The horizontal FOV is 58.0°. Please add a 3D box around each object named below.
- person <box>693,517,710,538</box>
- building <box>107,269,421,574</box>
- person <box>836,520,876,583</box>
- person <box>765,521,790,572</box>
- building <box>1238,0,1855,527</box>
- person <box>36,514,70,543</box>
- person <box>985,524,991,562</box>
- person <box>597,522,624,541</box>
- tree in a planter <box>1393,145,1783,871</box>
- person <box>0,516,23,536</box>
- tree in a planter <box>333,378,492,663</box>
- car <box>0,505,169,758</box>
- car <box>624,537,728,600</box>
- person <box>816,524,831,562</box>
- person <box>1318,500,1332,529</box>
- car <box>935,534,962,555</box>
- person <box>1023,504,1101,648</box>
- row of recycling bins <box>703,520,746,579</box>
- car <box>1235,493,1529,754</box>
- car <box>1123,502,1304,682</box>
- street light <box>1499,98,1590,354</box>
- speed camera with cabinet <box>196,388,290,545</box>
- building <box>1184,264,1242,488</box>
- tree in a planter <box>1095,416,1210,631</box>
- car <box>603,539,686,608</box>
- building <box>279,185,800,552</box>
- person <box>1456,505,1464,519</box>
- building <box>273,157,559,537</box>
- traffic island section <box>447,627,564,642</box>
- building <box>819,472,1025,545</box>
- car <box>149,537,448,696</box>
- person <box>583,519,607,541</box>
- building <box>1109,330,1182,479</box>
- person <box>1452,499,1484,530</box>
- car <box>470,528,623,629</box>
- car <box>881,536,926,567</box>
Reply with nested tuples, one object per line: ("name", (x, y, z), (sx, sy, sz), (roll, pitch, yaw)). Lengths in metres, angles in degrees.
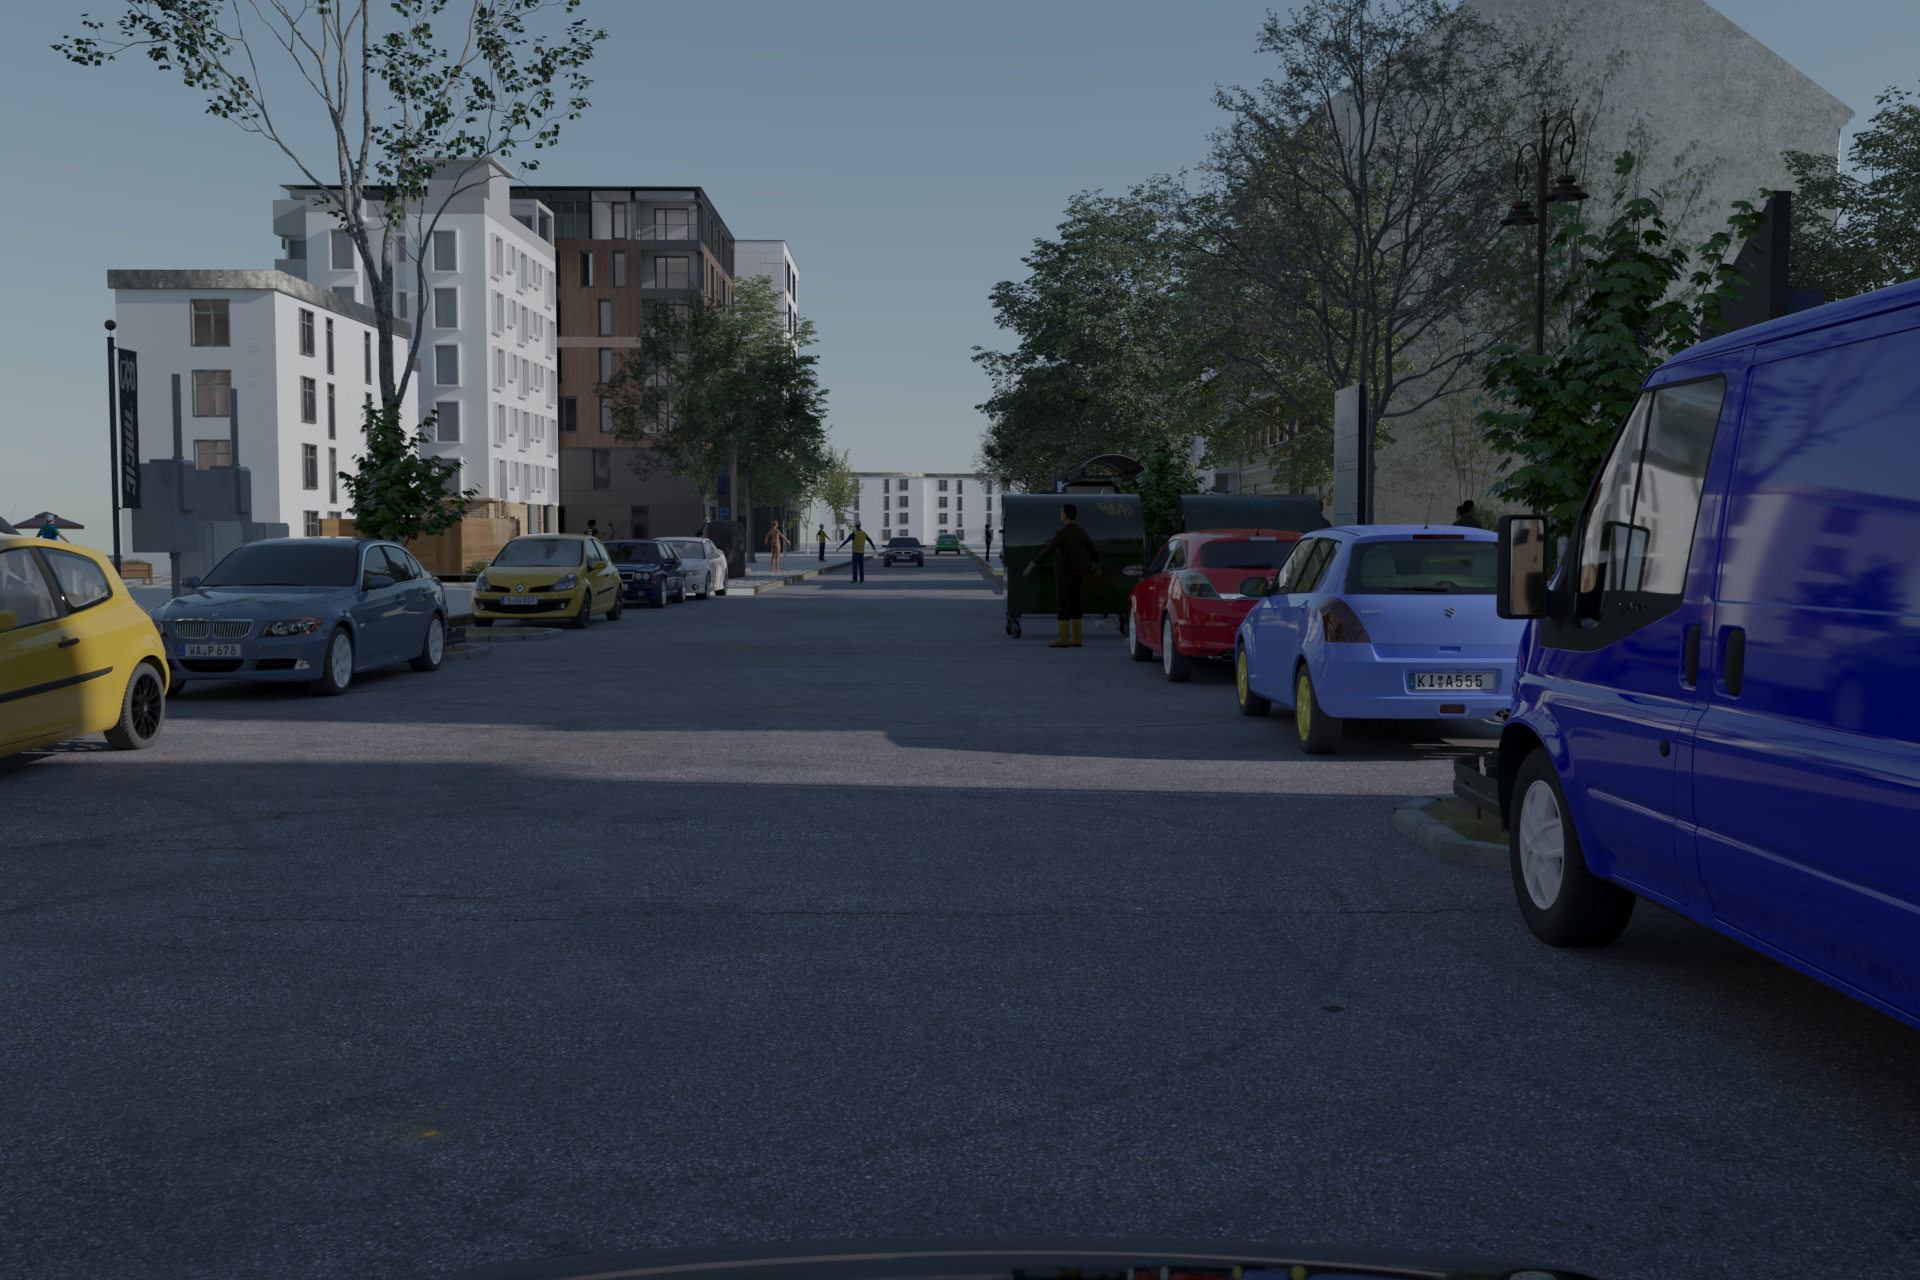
("person", (-8.556, -3.229, 58.580), (1.354, 1.856, 0.705), (-1, 4, -21))
("building", (-26.391, -7.766, 69.122), (9.099, 9.664, 28.070), (0, 4, -1))
("person", (-3.001, -2.587, 50.728), (1.349, 1.833, 0.705), (-2, 4, -35))
("person", (-6.255, -3.206, 59.223), (1.217, 1.733, 0.721), (3, 5, 41))
("building", (22.300, -14.702, 71.307), (19.493, 23.208, 18.063), (0, 4, 0))
("person", (-24.756, -2.512, 47.191), (1.347, 1.817, 0.704), (1, 4, 19))
("person", (1.352, -4.425, 79.074), (0.721, 1.740, 1.216), (0, 4, 2))
("person", (-14.681, -4.069, 72.796), (1.348, 1.796, 0.705), (0, 4, 7))
("tree in a planter", (3.112, -0.659, 8.004), (1.991, 3.239, 1.994), (0, 3, 0))
("person", (-9.054, -0.582, 15.983), (1.216, 1.778, 0.721), (-3, 5, -44))
("tree in a planter", (-6.588, -1.400, 20.107), (1.991, 3.239, 1.994), (0, 4, 1))
("car", (-6.242, 0.005, 10.148), (2.015, 1.641, 3.980), (0, 4, -1))
("car", (-6.398, -1.645, 39.251), (2.083, 1.381, 4.827), (0, 4, 0))
("person", (-6.345, -4.525, 80.445), (0.721, 1.772, 1.216), (2, 4, 28))
("person", (5.426, -1.243, 26.502), (1.348, 1.807, 0.705), (-3, 4, -37))
("car", (-0.855, -6.927, 122.051), (1.959, 1.807, 4.718), (0, 3, 0))
("person", (1.357, -0.816, 21.929), (1.346, 1.812, 0.704), (-3, 5, -42))
("row of recycling bins", (-6.905, -2.693, 51.144), (1.069, 1.692, 3.534), (0, 4, 0))
("car", (3.059, -0.183, 12.581), (1.945, 1.707, 3.694), (0, 4, 0))
("car", (2.856, -0.565, 18.277), (2.155, 1.783, 4.494), (0, 4, -1))
("street light", (6.356, -2.827, 19.007), (0.468, 5.910, 1.993), (0, 4, 0))
("speed camera with cabinet", (-10.068, -1.833, 24.299), (0.660, 3.252, 2.038), (0, 4, -1))
("building", (20.612, -16.032, 118.545), (16.016, 20.090, 11.380), (0, 4, 0))
("tree in a planter", (3.079, -1.783, 26.371), (1.991, 3.239, 1.994), (0, 4, 1))
("car", (-6.585, -1.355, 34.736), (1.945, 1.354, 3.894), (0, 4, 0))
("building", (-26.070, -16.771, 118.182), (27.936, 21.610, 32.646), (0, 4, -1))
("person", (9.279, -1.591, 32.166), (1.344, 1.810, 0.704), (-2, 4, -27))
("building", (-28.463, -14.181, 88.276), (16.016, 20.090, 11.380), (0, 4, 0))
("traffic island section", (-6.590, -0.069, 24.000), (1.991, 0.108, 1.994), (0, 3, 0))
("building", (-5.014, -17.810, 235.800), (28.070, 9.664, 9.099), (0, 4, -3))
("car", (-6.340, -0.297, 16.851), (2.014, 1.417, 4.499), (0, 3, 0))
("person", (-13.585, -3.546, 64.118), (1.345, 1.843, 0.704), (2, 4, 30))
("building", (23.486, -20.320, 163.157), (19.493, 23.208, 18.063), (0, 4, -1))
("person", (7.952, -1.284, 27.058), (0.705, 1.821, 1.348), (-2, 4, -31))
("car", (-6.489, -1.050, 27.395), (2.015, 1.641, 3.980), (0, 4, 0))
("car", (-2.462, -3.885, 76.096), (1.945, 1.354, 3.894), (0, 4, -1))
